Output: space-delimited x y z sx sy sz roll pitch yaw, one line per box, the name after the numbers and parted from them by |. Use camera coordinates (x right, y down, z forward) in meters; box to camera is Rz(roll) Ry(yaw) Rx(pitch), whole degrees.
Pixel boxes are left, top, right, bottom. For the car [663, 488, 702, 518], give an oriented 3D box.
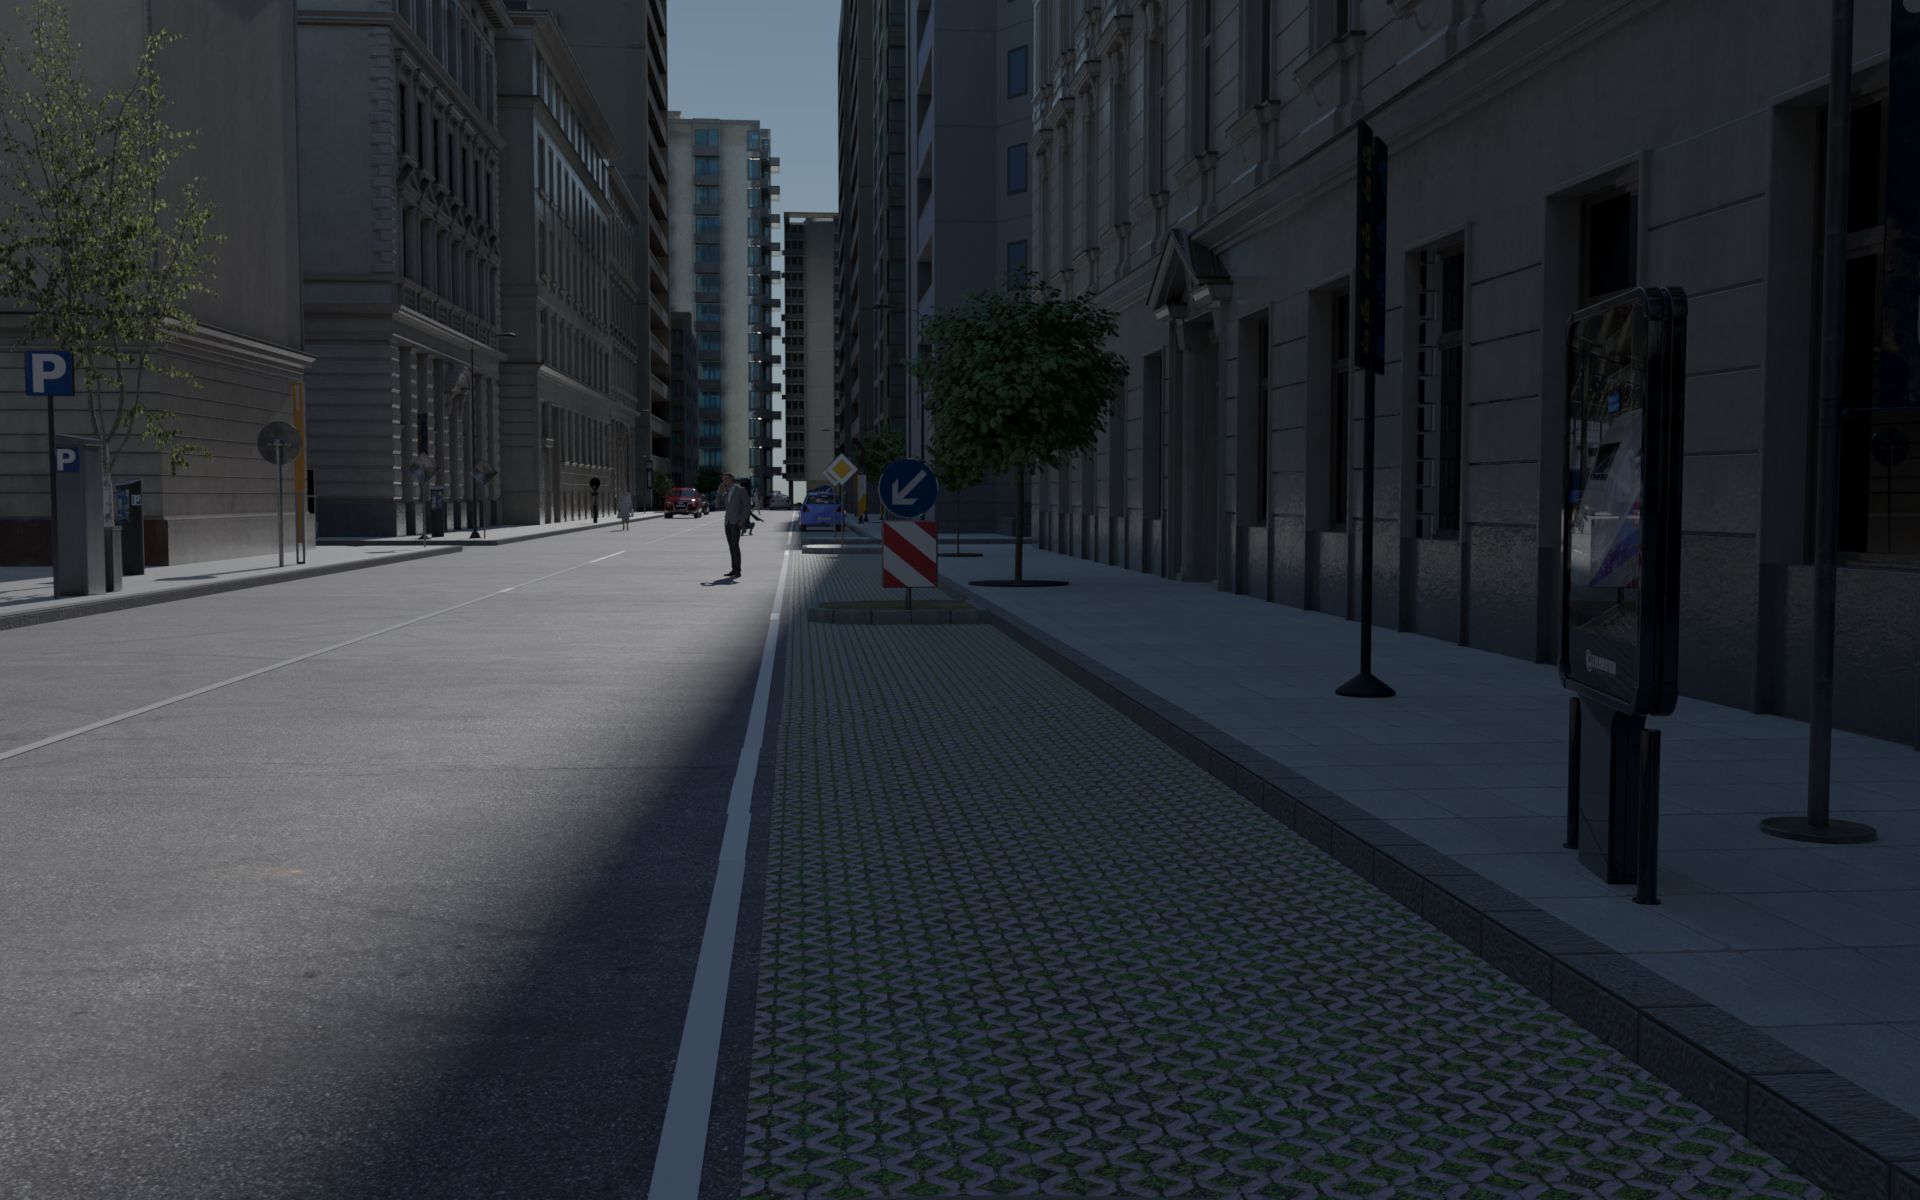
-16.614 -5.830 103.985 2.281 1.827 5.304 0 4 -6 | car

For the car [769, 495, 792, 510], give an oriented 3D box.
-15.984 -8.682 154.309 2.083 1.381 4.827 0 4 -5 | car

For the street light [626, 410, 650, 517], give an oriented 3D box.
-17.862 -7.545 95.909 1.470 5.913 1.316 0 4 -5 | street light

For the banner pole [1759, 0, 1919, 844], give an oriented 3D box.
3.410 -0.994 6.272 0.863 3.779 0.401 3 5 42 | banner pole

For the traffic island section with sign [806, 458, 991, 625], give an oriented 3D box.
-0.740 -0.685 19.829 1.989 1.847 2.006 0 4 -5 | traffic island section with sign

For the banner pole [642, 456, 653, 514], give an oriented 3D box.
-20.523 -7.569 113.767 0.863 3.779 0.401 1 4 17 | banner pole

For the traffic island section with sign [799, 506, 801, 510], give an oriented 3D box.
-5.966 -4.093 75.550 1.989 1.847 2.006 0 4 -5 | traffic island section with sign

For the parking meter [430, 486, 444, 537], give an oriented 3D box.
-15.633 -2.654 51.803 0.372 1.533 0.369 0 3 0 | parking meter

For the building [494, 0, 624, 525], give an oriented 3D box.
-25.907 -15.355 84.338 16.112 22.955 30.059 0 4 -5 | building

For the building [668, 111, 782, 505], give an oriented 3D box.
-37.932 -36.663 219.043 30.456 49.044 23.786 0 4 -5 | building

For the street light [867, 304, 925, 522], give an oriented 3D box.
-1.458 -4.279 42.502 1.470 5.913 1.316 0 4 -5 | street light

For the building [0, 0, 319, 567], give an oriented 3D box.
-23.523 -10.361 34.030 19.286 19.102 10.561 0 4 -5 | building

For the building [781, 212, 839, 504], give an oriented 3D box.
-11.137 -32.623 225.260 23.993 40.220 32.217 0 4 -5 | building

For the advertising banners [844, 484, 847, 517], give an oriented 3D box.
-6.595 -6.304 99.251 0.090 3.025 2.074 0 4 -7 | advertising banners

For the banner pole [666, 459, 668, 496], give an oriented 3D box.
-20.739 -8.112 122.640 0.401 3.779 0.863 0 4 -5 | banner pole

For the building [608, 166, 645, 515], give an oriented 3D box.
-26.265 -17.160 109.441 11.050 23.489 19.941 0 4 -5 | building

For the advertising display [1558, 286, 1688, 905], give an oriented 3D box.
2.196 -0.036 5.807 0.123 1.923 0.974 0 4 5 | advertising display

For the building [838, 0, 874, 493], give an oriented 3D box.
-0.317 -32.814 160.205 21.300 48.544 21.600 0 4 -5 | building

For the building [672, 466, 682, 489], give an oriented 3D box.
-35.656 -43.768 153.857 20.563 71.187 20.611 0 4 -5 | building

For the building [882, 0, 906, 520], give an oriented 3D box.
2.889 -19.502 90.559 14.160 30.474 14.107 0 4 -5 | building

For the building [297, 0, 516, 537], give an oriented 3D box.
-22.387 -14.111 59.587 11.050 23.489 19.941 0 4 -5 | building

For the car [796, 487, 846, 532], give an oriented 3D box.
-5.356 -3.504 66.877 1.945 1.707 3.694 0 4 -7 | car

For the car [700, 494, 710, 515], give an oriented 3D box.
-18.174 -6.681 119.013 2.009 1.686 4.222 0 4 -5 | car

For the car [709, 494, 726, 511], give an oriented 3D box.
-20.279 -8.264 147.123 2.014 1.417 4.499 0 4 -4 | car

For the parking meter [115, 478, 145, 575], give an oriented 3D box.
-13.135 -1.163 27.421 0.372 1.533 0.369 0 3 0 | parking meter

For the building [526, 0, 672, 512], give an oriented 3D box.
-33.971 -31.182 133.524 21.300 48.544 21.600 0 4 -5 | building

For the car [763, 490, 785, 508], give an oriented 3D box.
-19.554 -10.584 181.723 2.281 1.827 5.304 0 4 -5 | car

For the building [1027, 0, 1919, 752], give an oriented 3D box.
11.561 -14.905 20.108 17.030 29.872 44.131 0 4 -5 | building

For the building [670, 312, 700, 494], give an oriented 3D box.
-43.013 -20.705 183.566 28.899 21.520 27.650 0 4 -5 | building

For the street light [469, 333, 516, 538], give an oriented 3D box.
-13.516 -4.742 50.079 1.470 5.913 1.316 0 4 -5 | street light

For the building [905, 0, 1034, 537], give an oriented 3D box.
12.703 -31.671 59.827 28.212 58.520 21.231 0 4 -5 | building

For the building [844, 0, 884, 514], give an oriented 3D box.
2.669 -41.374 114.718 20.563 71.187 20.611 0 4 -5 | building
